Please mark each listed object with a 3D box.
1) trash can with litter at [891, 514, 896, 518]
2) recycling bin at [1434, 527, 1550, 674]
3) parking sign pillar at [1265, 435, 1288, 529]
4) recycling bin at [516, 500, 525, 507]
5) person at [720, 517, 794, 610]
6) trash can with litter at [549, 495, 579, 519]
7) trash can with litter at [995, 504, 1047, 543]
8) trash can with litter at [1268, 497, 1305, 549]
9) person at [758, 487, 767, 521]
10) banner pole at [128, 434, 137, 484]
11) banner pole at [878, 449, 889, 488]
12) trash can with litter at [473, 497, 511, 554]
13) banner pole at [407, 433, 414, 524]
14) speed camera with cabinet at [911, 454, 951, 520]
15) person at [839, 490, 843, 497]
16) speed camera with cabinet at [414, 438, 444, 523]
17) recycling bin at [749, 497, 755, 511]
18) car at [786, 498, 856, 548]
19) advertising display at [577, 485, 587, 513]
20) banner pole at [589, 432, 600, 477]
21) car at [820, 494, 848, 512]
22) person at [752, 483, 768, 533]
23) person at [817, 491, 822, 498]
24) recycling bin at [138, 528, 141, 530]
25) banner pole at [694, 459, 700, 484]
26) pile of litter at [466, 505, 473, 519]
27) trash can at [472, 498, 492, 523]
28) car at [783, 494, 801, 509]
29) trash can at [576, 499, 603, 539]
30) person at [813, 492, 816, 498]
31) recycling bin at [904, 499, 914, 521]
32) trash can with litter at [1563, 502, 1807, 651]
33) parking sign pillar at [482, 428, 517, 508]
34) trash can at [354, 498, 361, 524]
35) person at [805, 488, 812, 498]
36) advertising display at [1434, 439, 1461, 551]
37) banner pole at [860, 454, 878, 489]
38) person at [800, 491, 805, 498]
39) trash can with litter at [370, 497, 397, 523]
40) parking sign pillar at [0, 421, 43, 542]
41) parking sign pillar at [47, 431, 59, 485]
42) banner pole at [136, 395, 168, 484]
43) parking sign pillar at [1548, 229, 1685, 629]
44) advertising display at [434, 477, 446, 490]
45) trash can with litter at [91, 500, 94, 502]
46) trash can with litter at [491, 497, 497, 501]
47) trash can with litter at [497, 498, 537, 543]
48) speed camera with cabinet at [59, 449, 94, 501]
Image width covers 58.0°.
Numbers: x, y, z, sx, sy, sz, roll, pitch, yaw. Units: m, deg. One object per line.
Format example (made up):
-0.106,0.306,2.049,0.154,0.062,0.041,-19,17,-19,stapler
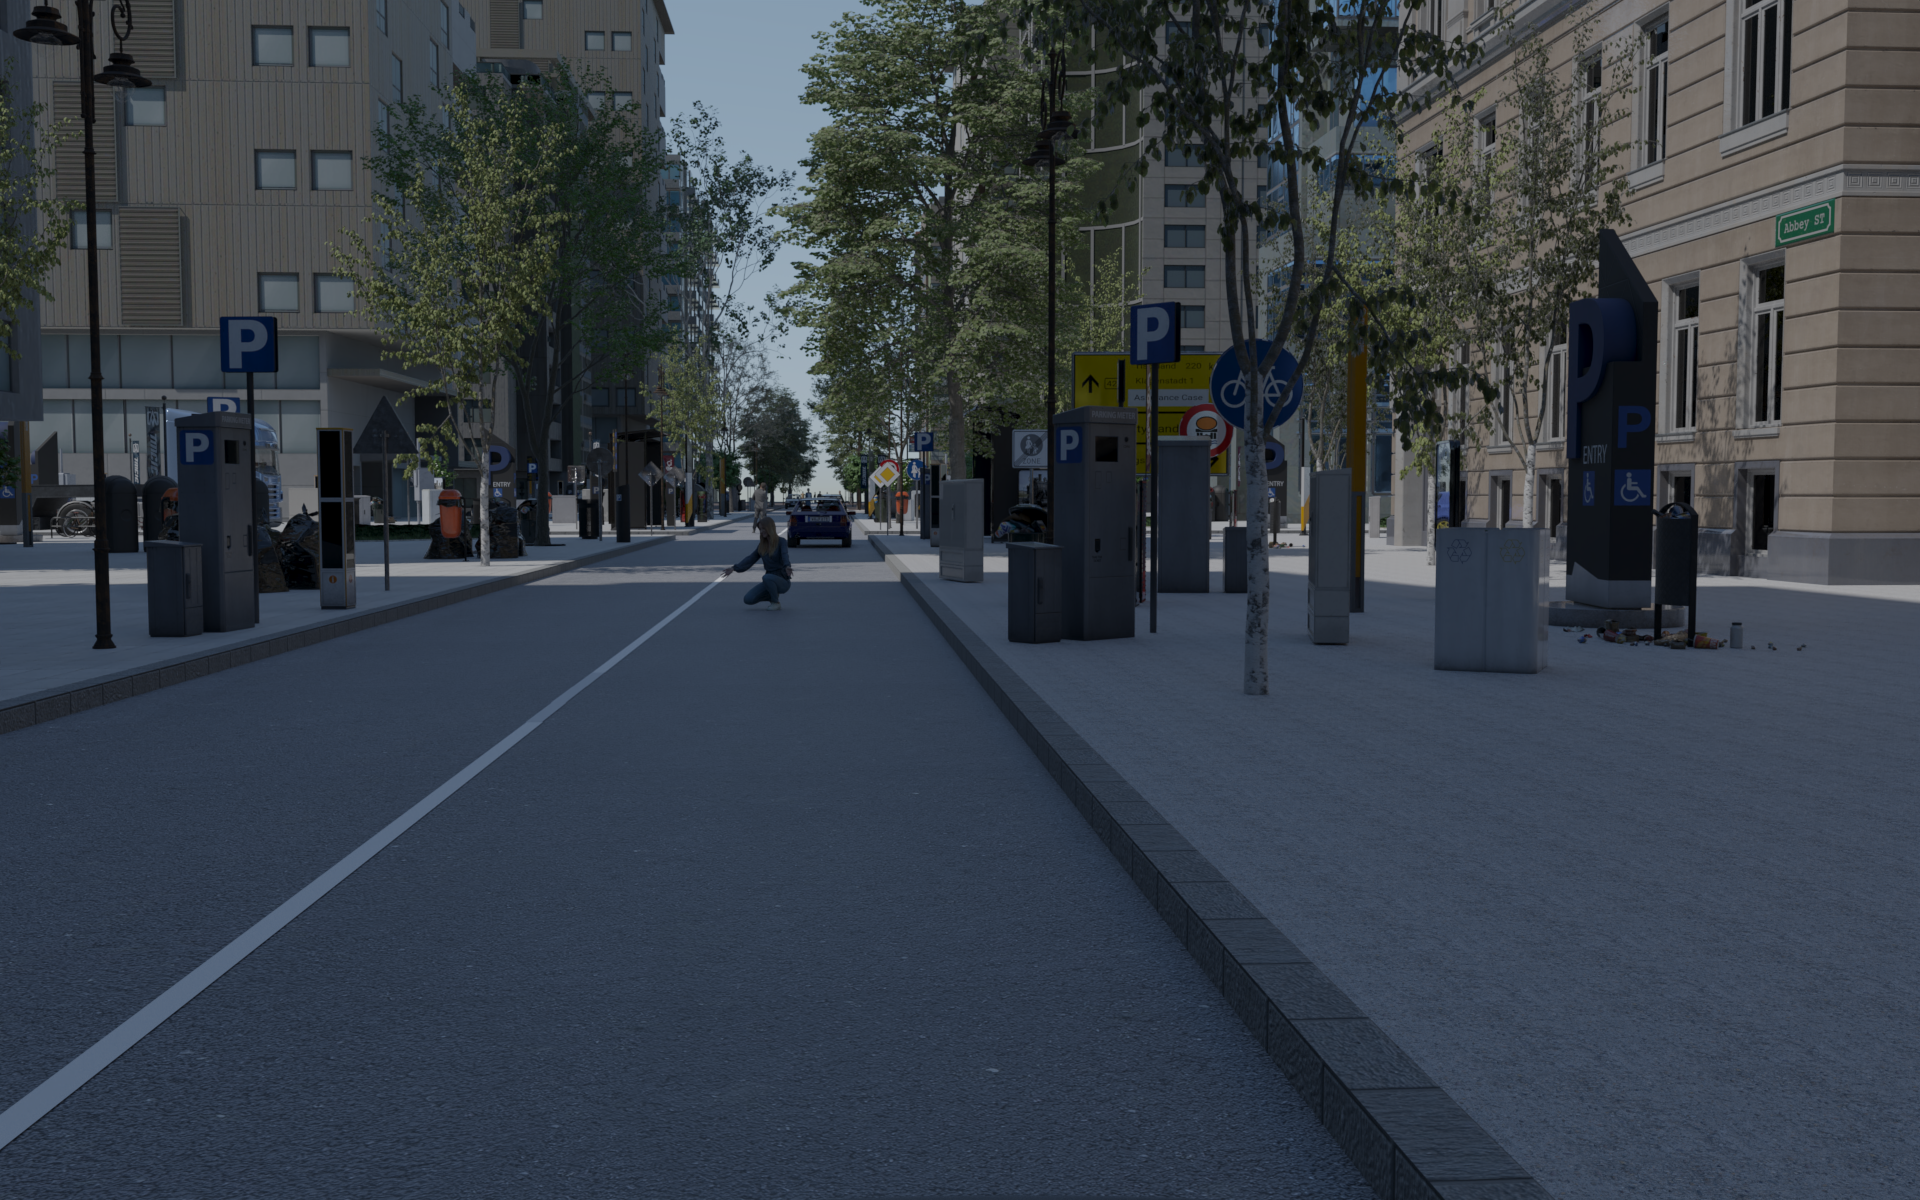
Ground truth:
-3.608,-4.993,93.022,0.624,1.170,1.055,-2,4,-29,trash can with litter
3.925,-0.013,12.761,0.722,1.027,0.722,2,4,25,recycling bin
11.520,-4.656,64.601,1.447,3.967,1.447,-1,4,-11,parking sign pillar
-19.630,-3.967,77.419,0.722,1.027,0.722,-2,4,-30,recycling bin
-2.347,-0.452,21.389,1.012,1.151,0.738,3,4,39,person
-20.934,-4.817,89.807,2.233,1.210,1.678,-2,4,-33,trash can with litter
0.910,-0.528,20.022,0.624,1.170,1.055,2,4,30,trash can with litter
7.464,-1.876,41.727,1.678,1.210,2.233,1,4,13,trash can with litter
-8.809,-4.184,77.006,0.767,1.812,0.694,-1,4,-13,person
-34.088,-4.985,71.524,0.863,3.779,0.401,2,4,33,banner pole
-4.187,-6.493,96.172,0.863,3.779,0.401,-1,4,-9,banner pole
-10.424,-1.622,37.579,2.233,1.210,1.678,-2,4,-30,trash can with litter
-22.445,-4.936,70.717,0.401,3.779,0.863,0,4,4,banner pole
-1.352,-5.534,84.823,2.038,3.252,0.660,0,4,-3,speed camera with cabinet
-8.955,-7.310,129.028,0.512,1.701,0.522,1,4,18,person
-18.719,-4.085,61.118,0.660,3.252,2.038,-2,4,-31,speed camera with cabinet
-15.423,-7.215,130.524,0.722,1.027,0.722,2,4,33,recycling bin
-3.845,-2.150,47.732,1.945,1.354,3.894,0,4,-3,car
-25.944,-6.986,119.432,0.974,1.923,0.123,-1,4,-17,advertising display
-14.711,-4.873,69.697,0.863,3.779,0.401,3,5,42,banner pole
-7.443,-5.531,100.214,2.009,1.686,4.222,0,4,-5,car
-7.375,-3.398,63.859,0.655,1.846,0.447,1,4,14,person
-15.058,-10.890,187.079,0.617,1.759,0.750,2,4,28,person
-29.331,-3.072,62.786,0.722,1.027,0.722,1,4,21,recycling bin
-17.367,-7.633,114.812,0.863,3.779,0.401,0,4,6,banner pole
-24.585,-4.508,87.678,1.719,0.858,1.176,2,4,23,pile of litter
-17.729,-3.215,64.218,0.748,1.137,0.748,0,3,0,trash can
-15.876,-9.534,165.674,2.009,1.686,4.222,0,4,-5,car
-10.542,-2.301,49.281,0.748,1.137,0.748,0,3,0,trash can
-22.628,-15.942,269.705,0.434,1.755,0.990,0,4,-3,person
-2.575,-4.234,81.780,0.722,1.027,0.722,0,4,6,recycling bin
6.119,-0.248,15.116,1.678,1.210,2.233,-1,4,-10,trash can with litter
-18.477,-4.948,69.370,1.447,3.967,1.447,0,4,-1,parking sign pillar
-22.950,-3.279,65.261,0.748,1.137,0.748,0,3,0,trash can
-9.833,-6.354,112.411,0.581,1.822,0.654,0,4,-3,person
5.868,-0.959,20.887,0.123,1.923,0.974,0,4,5,advertising display
-5.164,-6.471,95.810,0.863,3.779,0.401,-3,4,-36,banner pole
-20.629,-13.393,227.562,1.348,1.812,0.705,1,4,12,person
-25.119,-3.918,75.451,0.624,1.170,1.055,3,4,38,trash can with litter
-25.406,-3.539,46.331,1.447,3.967,1.447,-1,4,-21,parking sign pillar
-38.987,-5.216,73.752,1.447,3.967,1.447,1,4,8,parking sign pillar
-20.249,-3.289,43.792,0.401,3.779,0.863,1,4,19,banner pole
6.411,-1.749,17.066,1.447,3.967,1.447,0,4,2,parking sign pillar
-19.516,-3.630,64.572,0.974,1.923,0.123,3,4,37,advertising display
-34.120,-3.460,67.966,0.624,1.170,1.055,3,5,42,trash can with litter
-17.900,-3.361,66.335,0.624,1.170,1.055,0,4,2,trash can with litter
-11.385,-2.057,45.012,1.055,1.170,0.624,3,5,41,trash can with litter
-38.468,-4.972,75.632,2.038,3.252,0.660,1,4,11,speed camera with cabinet
